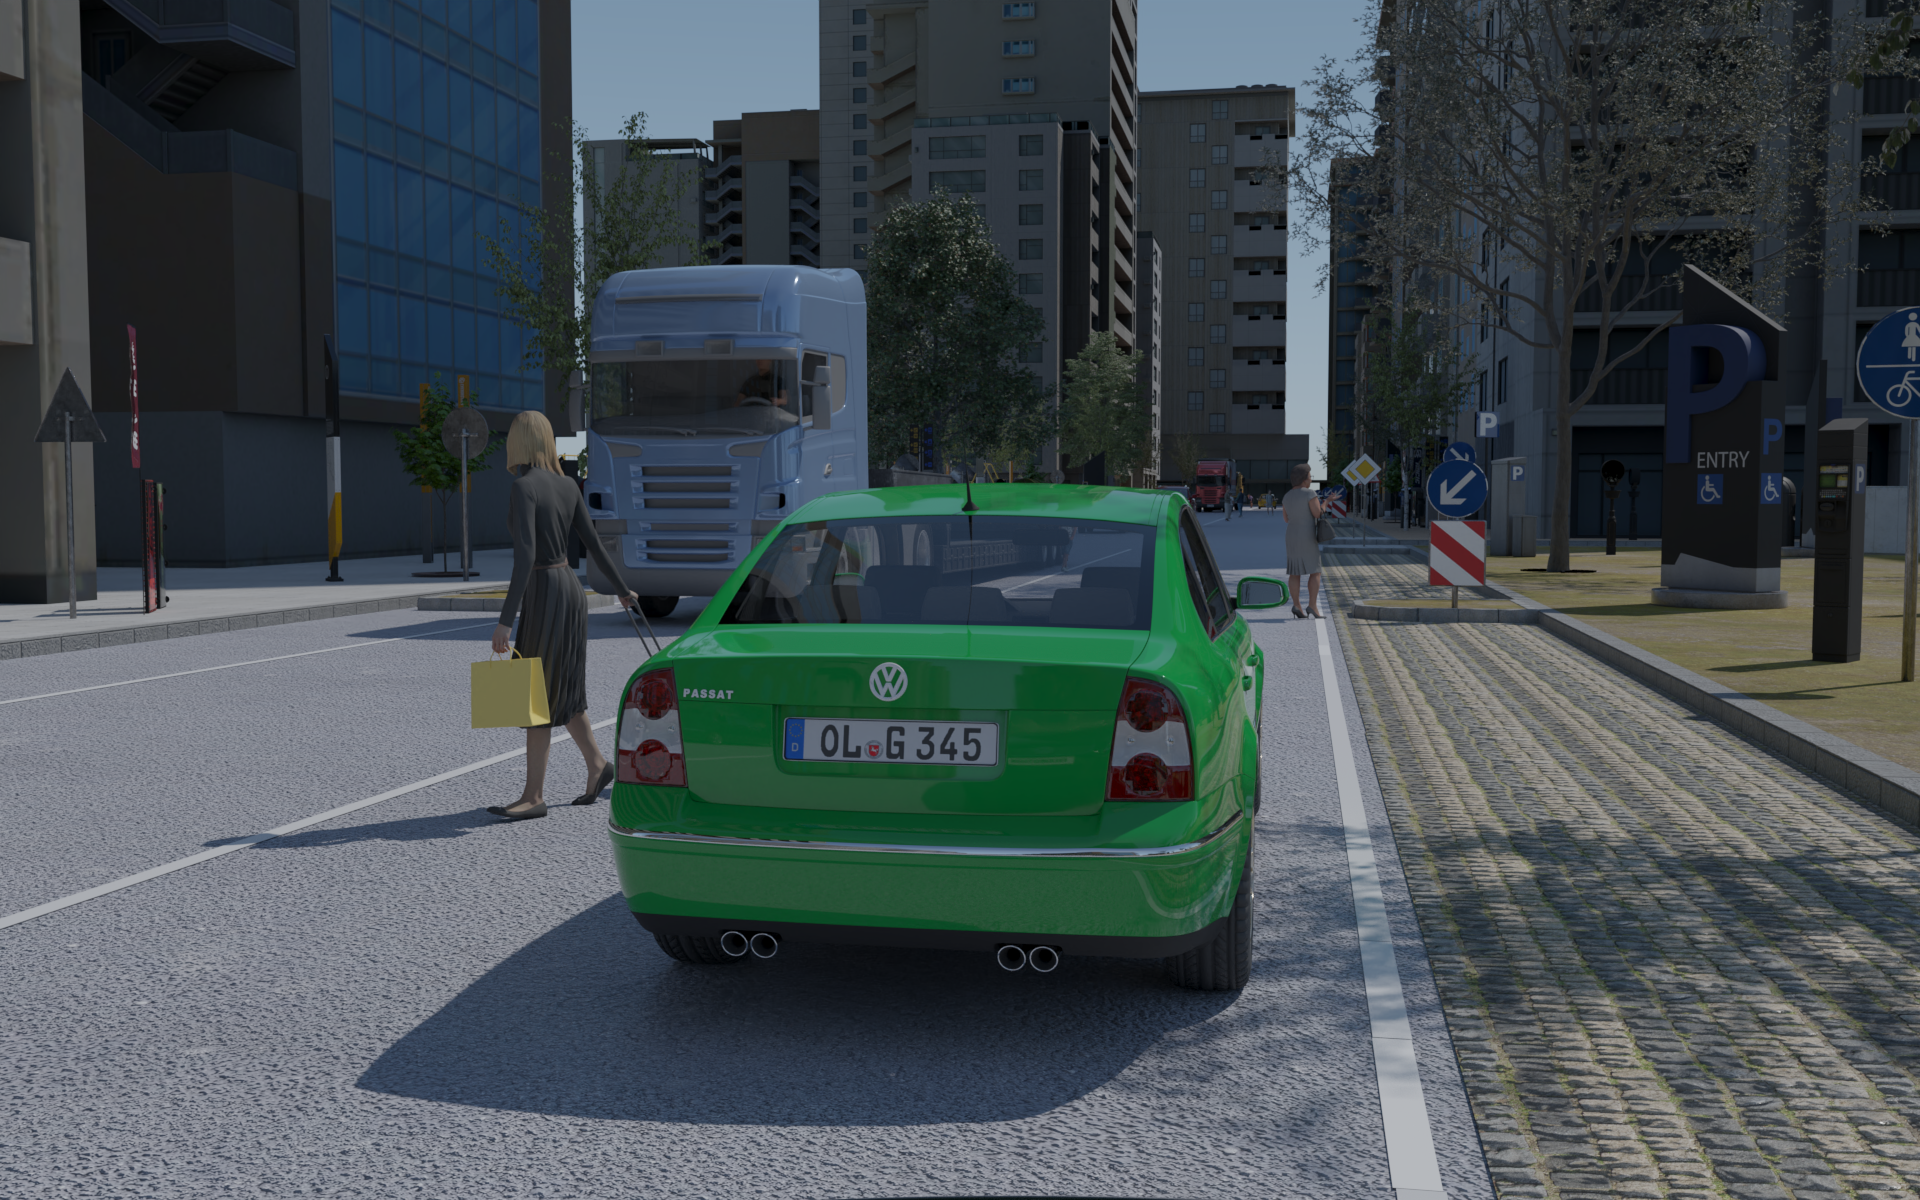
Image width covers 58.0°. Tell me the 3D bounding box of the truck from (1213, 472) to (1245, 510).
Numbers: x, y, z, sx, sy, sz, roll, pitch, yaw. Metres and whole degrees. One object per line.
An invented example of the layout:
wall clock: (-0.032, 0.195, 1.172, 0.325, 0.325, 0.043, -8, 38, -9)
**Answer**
truck: (23.780, -9.696, 154.450, 3.469, 3.379, 9.791, 1, 4, 11)

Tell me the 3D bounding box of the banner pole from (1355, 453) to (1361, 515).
banner pole: (24.532, -7.117, 106.383, 0.401, 3.779, 0.863, -1, 4, -16)

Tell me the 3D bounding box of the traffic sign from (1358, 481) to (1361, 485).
traffic sign: (23.581, -6.176, 100.983, 0.884, 2.594, 0.081, 1, 4, 15)

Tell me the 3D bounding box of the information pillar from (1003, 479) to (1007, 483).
information pillar: (2.115, -4.952, 85.458, 0.304, 2.012, 0.304, 2, 4, 31)

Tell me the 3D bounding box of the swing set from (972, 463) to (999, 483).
swing set: (1.354, -5.516, 87.808, 2.862, 2.851, 3.119, 0, 4, 8)

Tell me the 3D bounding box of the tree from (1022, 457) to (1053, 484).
tree: (3.386, -5.410, 83.049, 1.663, 3.219, 1.824, 0, 3, 0)

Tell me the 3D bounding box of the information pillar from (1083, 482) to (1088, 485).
information pillar: (7.497, -6.075, 103.825, 0.304, 2.012, 0.304, 0, 4, 5)

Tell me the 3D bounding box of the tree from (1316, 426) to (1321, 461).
tree: (37.612, -13.613, 172.941, 4.737, 8.622, 4.395, 0, 3, 0)

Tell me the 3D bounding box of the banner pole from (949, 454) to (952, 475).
banner pole: (-0.517, -6.429, 95.123, 0.401, 3.779, 0.863, 1, 4, 11)

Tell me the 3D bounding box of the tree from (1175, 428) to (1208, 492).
tree: (25.044, -14.797, 192.297, 4.360, 8.622, 3.978, 0, 3, 0)

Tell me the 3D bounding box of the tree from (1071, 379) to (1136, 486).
tree: (9.221, -9.852, 111.435, 4.737, 8.622, 4.395, 0, 3, 0)

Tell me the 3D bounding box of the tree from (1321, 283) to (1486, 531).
tree: (15.717, -6.717, 60.185, 4.737, 8.622, 4.395, 0, 3, 0)

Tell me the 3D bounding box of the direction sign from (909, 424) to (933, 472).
direction sign: (-1.253, -3.920, 56.086, 0.876, 3.537, 0.379, 2, 4, 30)

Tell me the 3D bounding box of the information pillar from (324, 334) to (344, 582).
information pillar: (-9.155, -2.076, 25.297, 0.183, 3.616, 0.504, -2, 4, -33)

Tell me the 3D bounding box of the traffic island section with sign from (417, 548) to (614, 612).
traffic island section with sign: (-5.521, -0.820, 22.040, 1.989, 1.847, 2.006, 1, 4, 11)

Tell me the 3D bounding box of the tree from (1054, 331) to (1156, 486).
tree: (10.038, -12.425, 121.278, 7.486, 12.596, 7.792, 0, 3, 0)

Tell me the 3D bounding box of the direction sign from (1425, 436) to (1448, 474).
direction sign: (18.717, -4.652, 68.054, 0.876, 3.537, 0.379, 0, 4, 1)

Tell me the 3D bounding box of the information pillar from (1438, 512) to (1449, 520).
information pillar: (14.240, -2.844, 50.990, 0.304, 2.012, 0.304, 1, 4, 20)

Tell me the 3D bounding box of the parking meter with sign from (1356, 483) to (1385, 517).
parking meter with sign: (22.943, -6.142, 96.685, 1.738, 3.016, 0.543, 3, 4, 39)

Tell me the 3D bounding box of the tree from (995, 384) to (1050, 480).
tree: (4.047, -10.000, 113.864, 4.737, 8.622, 4.395, 0, 3, 0)

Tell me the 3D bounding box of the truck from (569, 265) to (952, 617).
truck: (-0.979, -2.254, 26.613, 2.967, 4.110, 18.799, 1, 4, 13)

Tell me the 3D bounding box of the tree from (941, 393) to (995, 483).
tree: (-0.702, -9.140, 99.808, 4.737, 8.622, 4.395, 0, 3, 0)

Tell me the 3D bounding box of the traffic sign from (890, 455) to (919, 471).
traffic sign: (-1.455, -2.498, 44.487, 0.795, 2.450, 0.064, 1, 4, 11)

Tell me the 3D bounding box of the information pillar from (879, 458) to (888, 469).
information pillar: (-3.230, -4.986, 72.874, 0.183, 3.616, 0.504, -3, 5, -44)

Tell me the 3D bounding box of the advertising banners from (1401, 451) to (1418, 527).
advertising banners: (17.913, -4.458, 69.081, 0.090, 3.025, 2.074, 0, 4, -2)

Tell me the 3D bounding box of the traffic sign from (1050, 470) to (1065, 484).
traffic sign: (5.130, -5.583, 91.392, 0.768, 2.556, 0.104, 1, 4, 15)

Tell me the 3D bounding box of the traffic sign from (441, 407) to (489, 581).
traffic sign: (-7.264, -1.547, 25.394, 0.768, 2.556, 0.104, 1, 4, 15)

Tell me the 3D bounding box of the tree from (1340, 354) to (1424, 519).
tree: (22.148, -8.581, 90.656, 4.360, 8.622, 3.978, 0, 3, 0)

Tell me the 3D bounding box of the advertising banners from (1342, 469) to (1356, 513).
advertising banners: (26.897, -7.563, 119.849, 0.090, 3.025, 2.074, 3, 4, 38)

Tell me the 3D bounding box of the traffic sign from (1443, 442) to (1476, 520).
traffic sign: (12.132, -2.569, 42.108, 0.768, 2.556, 0.104, 1, 4, 13)

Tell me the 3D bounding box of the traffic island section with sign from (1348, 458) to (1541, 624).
traffic island section with sign: (5.594, -0.704, 20.133, 1.989, 1.847, 2.006, 1, 4, 11)

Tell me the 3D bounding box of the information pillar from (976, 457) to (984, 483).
information pillar: (0.972, -5.744, 85.268, 0.183, 3.616, 0.504, 3, 5, 43)

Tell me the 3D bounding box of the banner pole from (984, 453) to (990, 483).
banner pole: (1.558, -7.092, 105.966, 0.863, 3.779, 0.401, -2, 4, -30)

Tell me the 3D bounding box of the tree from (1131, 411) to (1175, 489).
tree: (15.614, -12.060, 147.537, 4.360, 8.622, 3.978, 0, 3, 0)

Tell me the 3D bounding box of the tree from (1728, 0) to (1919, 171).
tree: (5.391, -3.499, 7.574, 4.360, 8.622, 3.978, 0, 3, 0)

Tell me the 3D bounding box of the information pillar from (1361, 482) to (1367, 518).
information pillar: (21.832, -5.448, 93.574, 0.304, 2.012, 0.304, 1, 4, 9)

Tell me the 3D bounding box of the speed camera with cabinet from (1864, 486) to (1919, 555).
speed camera with cabinet: (19.427, -2.612, 37.038, 0.660, 3.252, 2.038, -3, 4, -38)

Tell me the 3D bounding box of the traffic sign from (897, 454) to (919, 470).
traffic sign: (-1.680, -3.360, 55.050, 0.768, 2.556, 0.104, 1, 4, 11)

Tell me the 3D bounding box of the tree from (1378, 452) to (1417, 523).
tree: (19.155, -5.012, 76.543, 1.663, 3.219, 1.824, 0, 3, 0)

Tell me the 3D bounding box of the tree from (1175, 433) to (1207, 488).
tree: (27.004, -15.444, 202.870, 4.737, 8.622, 4.395, 0, 3, 0)

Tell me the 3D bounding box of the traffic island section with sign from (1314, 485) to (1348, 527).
traffic island section with sign: (16.265, -4.055, 74.920, 1.989, 1.847, 2.006, 1, 4, 11)

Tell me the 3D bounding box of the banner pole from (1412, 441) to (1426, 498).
banner pole: (21.711, -5.605, 81.666, 0.863, 3.779, 0.401, -1, 4, -14)

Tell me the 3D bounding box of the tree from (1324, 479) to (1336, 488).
tree: (39.168, -11.402, 181.016, 1.663, 3.219, 1.824, 0, 3, 0)

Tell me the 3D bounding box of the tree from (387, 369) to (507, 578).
tree: (-8.169, -1.984, 27.044, 1.663, 3.219, 1.824, 0, 3, 0)

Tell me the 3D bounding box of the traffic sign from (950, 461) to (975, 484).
traffic sign: (0.072, -2.978, 52.325, 0.795, 2.450, 0.064, 1, 4, 11)

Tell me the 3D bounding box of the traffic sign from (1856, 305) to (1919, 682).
traffic sign: (6.497, -0.715, 11.795, 0.768, 2.556, 0.104, 1, 4, 19)

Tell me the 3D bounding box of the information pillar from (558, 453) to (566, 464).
information pillar: (-22.512, -6.520, 97.963, 0.504, 3.616, 0.183, 1, 4, 8)

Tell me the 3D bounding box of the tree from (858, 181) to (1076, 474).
tree: (-0.816, -8.994, 64.053, 9.611, 12.733, 9.660, 0, 3, 0)

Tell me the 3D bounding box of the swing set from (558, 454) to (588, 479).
swing set: (-15.283, -4.408, 69.692, 2.862, 2.851, 3.119, 1, 4, 16)

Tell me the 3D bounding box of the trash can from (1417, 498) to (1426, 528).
trash can: (17.750, -3.320, 65.933, 0.748, 1.137, 0.748, 0, 3, 0)

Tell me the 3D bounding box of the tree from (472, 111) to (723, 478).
tree: (-6.687, -5.038, 32.742, 4.737, 8.622, 4.395, 0, 3, 0)

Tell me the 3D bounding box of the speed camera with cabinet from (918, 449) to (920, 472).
speed camera with cabinet: (-1.757, -5.065, 77.152, 0.660, 3.252, 2.038, 1, 4, 18)

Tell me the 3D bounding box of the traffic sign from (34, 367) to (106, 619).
traffic sign: (-9.129, -1.086, 17.753, 0.884, 2.594, 0.081, 1, 4, 16)

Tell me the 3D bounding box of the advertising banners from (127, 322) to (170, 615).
advertising banners: (-8.785, -1.378, 18.724, 0.090, 3.025, 2.074, -1, 4, -17)

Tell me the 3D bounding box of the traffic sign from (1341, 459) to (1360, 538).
traffic sign: (11.400, -2.842, 50.106, 0.795, 2.450, 0.064, 1, 4, 11)

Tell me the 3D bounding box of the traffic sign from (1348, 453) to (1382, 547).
traffic sign: (9.873, -2.362, 42.268, 0.795, 2.450, 0.064, 1, 4, 11)

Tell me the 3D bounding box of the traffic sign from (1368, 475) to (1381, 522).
traffic sign: (19.154, -4.927, 80.565, 0.884, 2.594, 0.081, 1, 4, 17)

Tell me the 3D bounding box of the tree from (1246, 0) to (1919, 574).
tree: (9.987, -7.198, 28.055, 12.009, 13.543, 11.850, 0, 3, 0)

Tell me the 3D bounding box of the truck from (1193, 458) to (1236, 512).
truck: (20.457, -9.148, 138.475, 2.839, 4.237, 11.283, 1, 4, 13)

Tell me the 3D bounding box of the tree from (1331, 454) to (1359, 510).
tree: (31.743, -9.572, 140.218, 4.285, 4.588, 4.351, 0, 3, 0)
